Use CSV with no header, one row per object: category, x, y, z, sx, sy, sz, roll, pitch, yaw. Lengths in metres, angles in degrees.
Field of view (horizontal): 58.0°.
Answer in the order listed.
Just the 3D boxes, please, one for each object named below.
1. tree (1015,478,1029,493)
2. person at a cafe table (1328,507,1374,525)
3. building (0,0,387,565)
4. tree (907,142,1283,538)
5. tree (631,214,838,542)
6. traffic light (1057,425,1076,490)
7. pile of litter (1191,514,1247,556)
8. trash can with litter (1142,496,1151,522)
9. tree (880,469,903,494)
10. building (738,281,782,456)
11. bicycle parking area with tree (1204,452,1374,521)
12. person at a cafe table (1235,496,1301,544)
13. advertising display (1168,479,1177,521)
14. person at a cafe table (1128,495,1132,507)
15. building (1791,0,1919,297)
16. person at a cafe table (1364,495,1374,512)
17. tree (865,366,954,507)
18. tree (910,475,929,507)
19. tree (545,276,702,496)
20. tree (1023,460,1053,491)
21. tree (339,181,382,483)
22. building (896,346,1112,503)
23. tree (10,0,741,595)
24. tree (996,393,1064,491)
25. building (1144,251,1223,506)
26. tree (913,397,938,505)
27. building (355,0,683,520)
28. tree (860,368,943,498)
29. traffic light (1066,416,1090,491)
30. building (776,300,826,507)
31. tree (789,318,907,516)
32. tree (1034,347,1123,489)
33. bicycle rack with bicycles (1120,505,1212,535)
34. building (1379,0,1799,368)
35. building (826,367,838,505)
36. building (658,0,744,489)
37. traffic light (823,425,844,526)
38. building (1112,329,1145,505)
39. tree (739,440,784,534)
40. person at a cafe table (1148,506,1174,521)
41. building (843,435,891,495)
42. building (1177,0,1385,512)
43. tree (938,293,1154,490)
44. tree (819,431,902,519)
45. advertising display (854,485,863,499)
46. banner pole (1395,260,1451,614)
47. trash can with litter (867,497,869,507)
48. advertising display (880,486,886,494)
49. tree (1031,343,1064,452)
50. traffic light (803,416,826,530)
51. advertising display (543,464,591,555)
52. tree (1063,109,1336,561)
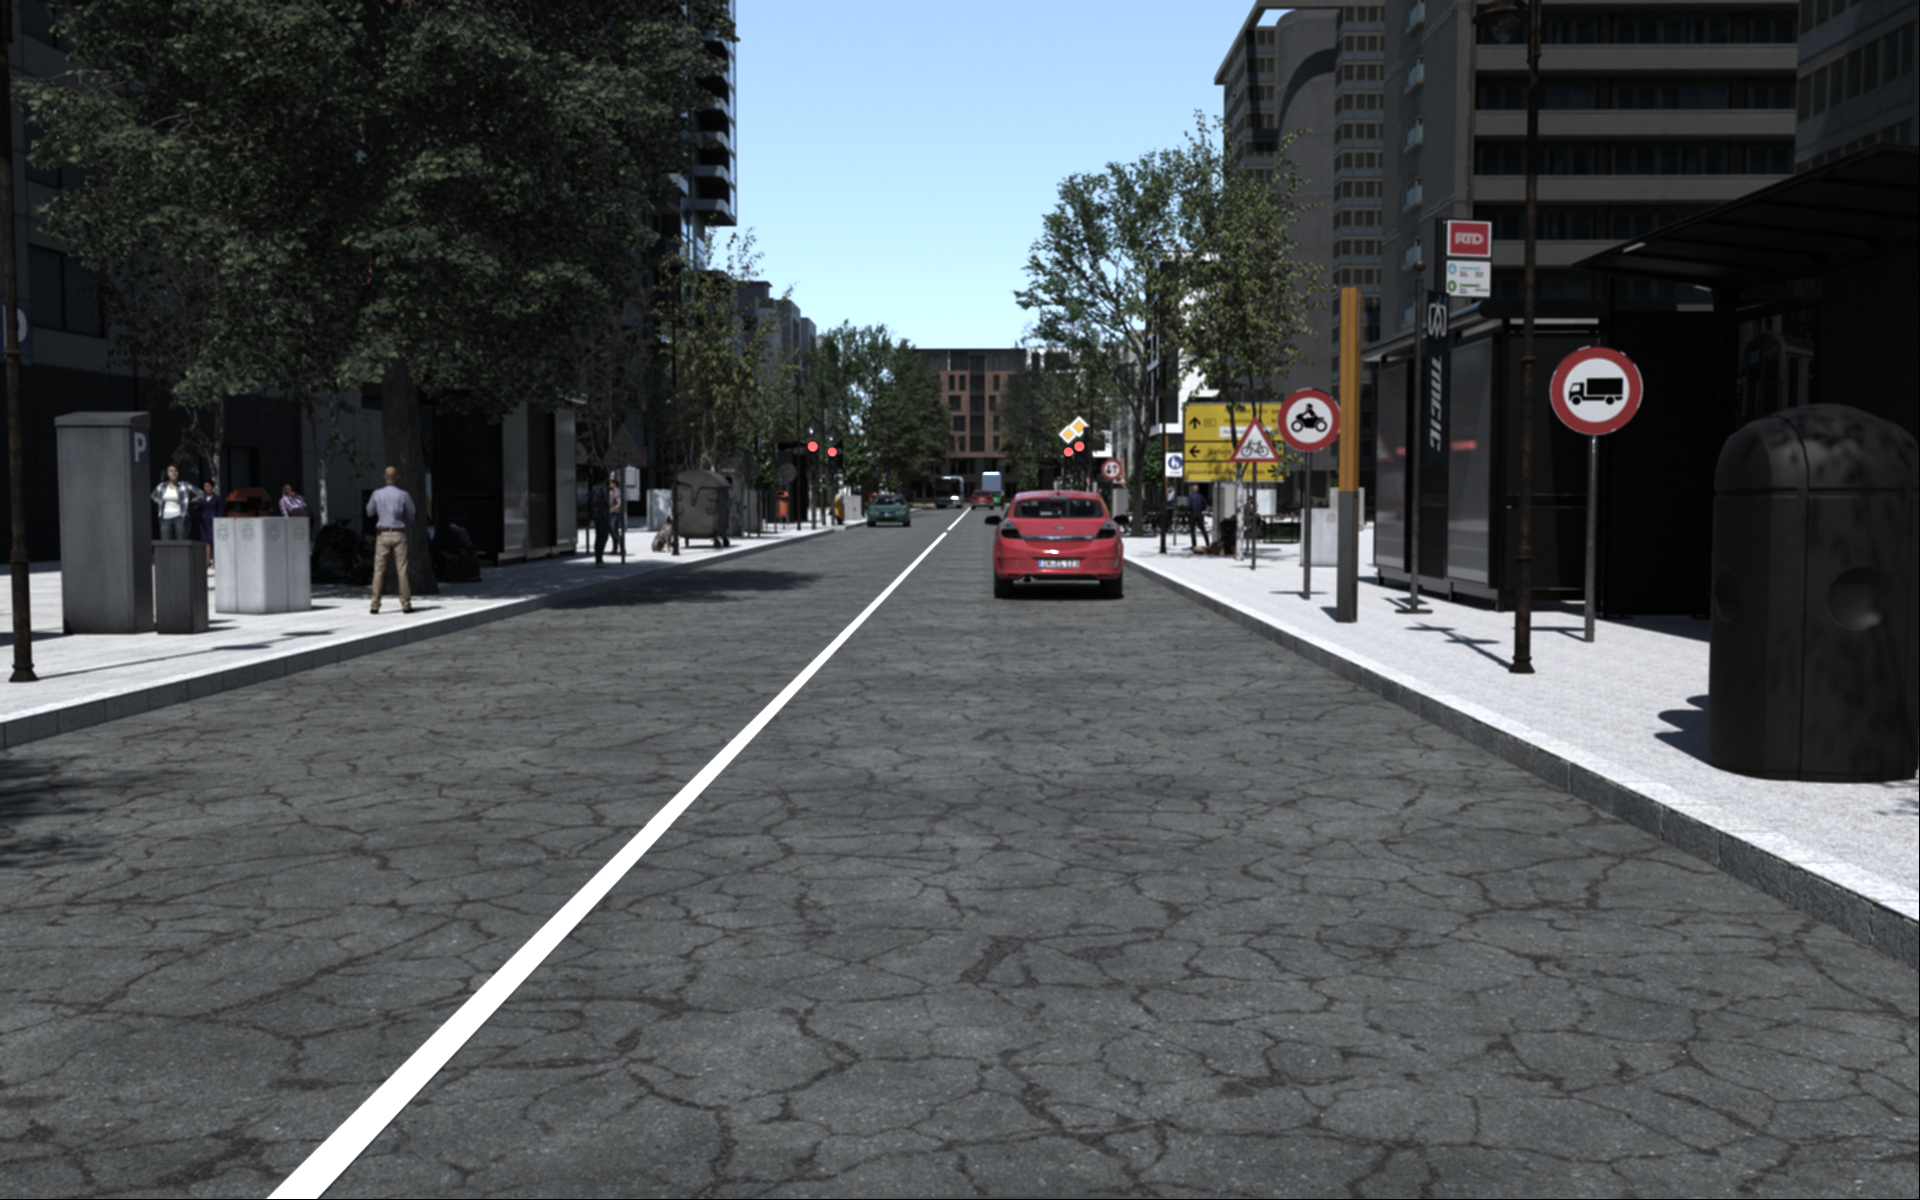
tree,7.814,-13.514,215.547,1.663,3.219,1.824,0,3,0
person at a cafe table,16.211,-3.895,72.201,1.698,1.524,1.622,0,4,-3
building,-27.450,-36.775,39.524,20.611,71.187,20.563,0,4,1
tree,5.433,-7.663,51.045,9.928,11.665,9.643,0,3,0
tree,-6.479,-5.892,46.694,4.737,8.622,4.395,0,3,0
traffic light,4.351,-4.965,70.098,0.839,4.253,0.868,0,4,1
pile of litter,5.501,-1.396,36.790,1.176,0.858,1.719,1,4,10
trash can with litter,7.379,-3.853,74.057,2.233,1.210,1.678,-1,4,-12
tree,-5.173,-8.300,130.299,1.663,3.219,1.824,0,3,0
building,-23.621,-18.063,151.752,16.016,20.091,11.380,0,4,1
bicycle parking area with tree,17.362,-6.701,96.558,9.016,4.147,8.231,2,4,30
person at a cafe table,8.065,-2.111,45.382,1.726,1.238,1.698,1,4,20
advertising display,8.758,-4.112,72.450,0.123,1.923,0.974,3,5,42
person at a cafe table,12.664,-7.592,132.637,1.698,1.524,1.622,-1,4,-10
building,31.820,-20.941,34.273,32.217,40.220,23.993,0,4,1
person at a cafe table,24.306,-5.700,104.054,1.726,1.238,1.698,3,5,43
tree,-5.042,-15.870,166.133,9.857,13.997,8.962,0,3,0
tree,-4.738,-11.614,173.602,4.285,4.588,4.351,0,3,0
tree,-11.377,-6.441,55.676,4.360,8.622,3.978,0,3,0
tree,7.135,-10.381,153.435,4.285,4.588,4.351,0,3,0
tree,-14.137,-5.355,37.916,4.360,8.622,3.978,0,3,0
building,7.210,-25.042,253.417,32.646,21.610,27.936,0,4,1
tree,-7.039,-7.035,21.682,9.857,13.997,8.962,0,3,0
tree,7.342,-15.545,172.284,7.486,12.596,7.792,0,3,0
building,30.958,-19.428,161.621,27.936,21.610,32.646,0,4,1
tree,-4.162,-18.324,209.967,12.009,13.543,11.850,0,3,0
building,-27.517,-26.896,94.370,22.147,44.769,28.867,0,4,1
tree,-5.138,-14.491,155.047,7.486,12.596,7.792,0,3,0
traffic light,4.241,-4.477,62.114,0.839,4.253,0.868,0,4,1
building,-23.496,-18.777,173.462,16.747,18.905,31.486,0,4,1
tree,-6.154,-10.720,101.034,9.928,11.665,9.643,0,3,0
tree,5.866,-8.350,86.892,4.360,8.622,3.978,0,3,0
bicycle rack with bicycles,7.233,-2.757,58.454,2.925,0.926,2.852,2,4,25
building,33.760,-28.572,90.849,21.600,48.544,21.300,0,4,1
building,-30.660,-20.603,203.318,31.486,18.905,16.747,0,4,1
building,-27.021,-49.616,123.895,22.319,86.520,31.000,0,4,1
traffic light,-5.130,-4.972,70.212,0.839,4.253,0.868,0,4,1
building,26.573,-20.042,194.137,16.747,18.905,31.486,0,4,1
tree,-6.335,-3.773,56.289,1.663,3.219,1.824,0,3,0
person at a cafe table,9.339,-4.323,81.542,1.726,1.238,1.698,1,4,16
building,-23.771,-18.541,245.293,28.070,9.664,9.099,0,4,1
building,33.162,-26.936,132.281,32.217,40.220,23.993,0,4,1
tree,6.661,-11.887,104.725,12.009,13.543,11.850,0,3,0
tree,-5.829,-6.522,90.352,4.285,4.588,4.351,0,3,0
advertising display,-7.093,-6.989,119.478,0.974,1.923,0.123,3,5,42
banner pole,5.072,-1.758,18.768,0.863,3.779,0.401,-3,5,-44
trash can with litter,-5.629,-6.137,111.733,0.624,1.170,1.055,-1,4,-12
advertising display,-6.120,-7.771,132.271,0.974,1.923,0.123,-1,4,-9
tree,5.649,-7.926,79.960,4.737,8.622,4.395,0,3,0
traffic light,-5.240,-4.484,62.228,0.839,4.253,0.868,0,4,1
advertising display,-8.322,-1.924,36.671,0.974,1.923,0.123,-1,4,-15
tree,5.250,-5.049,32.913,4.737,8.622,4.395,0,3,0
